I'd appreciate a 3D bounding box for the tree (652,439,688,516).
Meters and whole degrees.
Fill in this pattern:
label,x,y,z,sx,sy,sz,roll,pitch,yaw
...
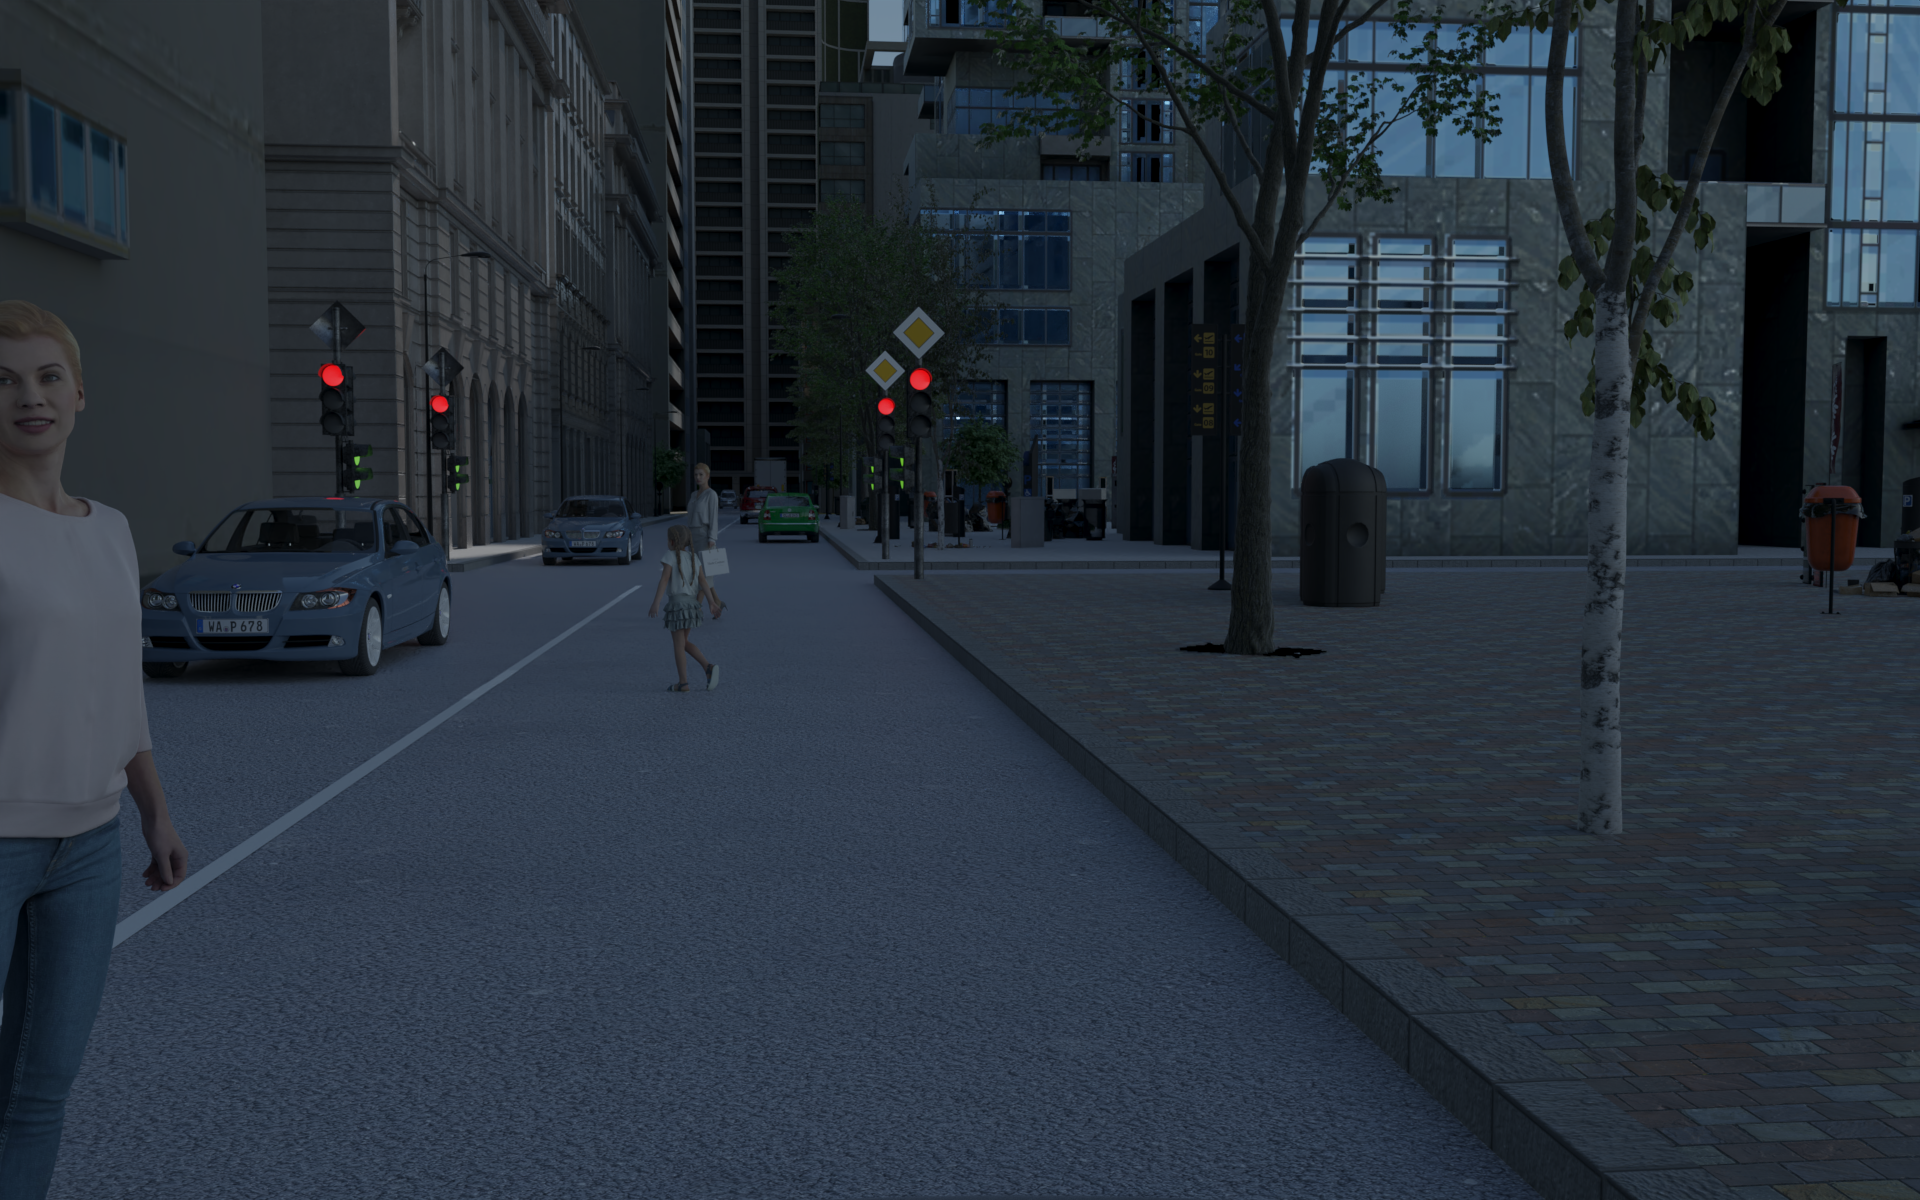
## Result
label,x,y,z,sx,sy,sz,roll,pitch,yaw
tree,-17.948,-7.360,104.054,4.285,4.588,4.351,0,3,0

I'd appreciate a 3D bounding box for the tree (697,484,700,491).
label,x,y,z,sx,sy,sz,roll,pitch,yaw
tree,-24.585,-10.139,160.381,1.663,3.219,1.824,0,3,0

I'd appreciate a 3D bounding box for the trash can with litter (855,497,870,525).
label,x,y,z,sx,sy,sz,roll,pitch,yaw
trash can with litter,-3.950,-3.717,72.159,0.624,1.170,1.055,2,4,26

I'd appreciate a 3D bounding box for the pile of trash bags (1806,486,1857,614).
label,x,y,z,sx,sy,sz,roll,pitch,yaw
pile of trash bags,10.708,-0.515,18.168,3.447,1.369,1.912,2,4,23

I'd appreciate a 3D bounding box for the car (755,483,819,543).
label,x,y,z,sx,sy,sz,roll,pitch,yaw
car,-5.212,-2.663,52.343,1.959,1.807,4.718,0,4,-7

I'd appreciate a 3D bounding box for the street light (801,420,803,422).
label,x,y,z,sx,sy,sz,roll,pitch,yaw
street light,-7.286,-7.037,87.596,1.470,5.913,1.316,0,4,-6

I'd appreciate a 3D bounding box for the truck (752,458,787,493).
label,x,y,z,sx,sy,sz,roll,pitch,yaw
truck,-15.253,-9.183,139.059,2.839,4.237,11.283,0,4,-7

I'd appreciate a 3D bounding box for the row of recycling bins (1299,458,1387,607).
label,x,y,z,sx,sy,sz,roll,pitch,yaw
row of recycling bins,4.699,-0.863,21.216,1.069,1.692,3.534,1,4,15

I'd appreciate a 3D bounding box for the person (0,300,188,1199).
label,x,y,z,sx,sy,sz,roll,pitch,yaw
person,-1.677,0.392,2.759,0.598,1.740,0.731,1,4,9

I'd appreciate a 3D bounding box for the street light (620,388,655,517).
label,x,y,z,sx,sy,sz,roll,pitch,yaw
street light,-14.241,-6.305,75.629,1.470,5.913,1.316,0,4,-6

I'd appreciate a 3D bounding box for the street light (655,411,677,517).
label,x,y,z,sx,sy,sz,roll,pitch,yaw
street light,-16.483,-7.600,96.807,1.470,5.913,1.316,0,4,-6

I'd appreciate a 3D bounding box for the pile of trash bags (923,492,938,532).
label,x,y,z,sx,sy,sz,roll,pitch,yaw
pile of trash bags,-0.366,-3.058,59.747,1.912,1.369,3.447,-2,4,-32

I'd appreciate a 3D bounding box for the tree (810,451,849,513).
label,x,y,z,sx,sy,sz,roll,pitch,yaw
tree,-8.543,-8.117,116.423,4.285,4.588,4.351,0,3,0

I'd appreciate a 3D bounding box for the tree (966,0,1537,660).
label,x,y,z,sx,sy,sz,roll,pitch,yaw
tree,2.505,-5.372,13.580,9.928,11.665,9.643,0,3,0

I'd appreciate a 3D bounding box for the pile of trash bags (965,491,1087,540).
label,x,y,z,sx,sy,sz,roll,pitch,yaw
pile of trash bags,2.084,-2.442,49.684,3.447,1.369,1.912,-3,5,-42

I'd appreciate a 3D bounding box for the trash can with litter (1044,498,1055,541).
label,x,y,z,sx,sy,sz,roll,pitch,yaw
trash can with litter,2.088,-2.178,47.000,0.624,1.170,1.055,-3,5,-40

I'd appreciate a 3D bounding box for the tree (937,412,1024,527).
label,x,y,z,sx,sy,sz,roll,pitch,yaw
tree,0.826,-5.134,67.662,4.285,4.588,4.351,0,3,0

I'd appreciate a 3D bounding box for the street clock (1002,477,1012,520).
label,x,y,z,sx,sy,sz,roll,pitch,yaw
street clock,2.017,-4.255,74.136,0.358,2.002,0.471,3,4,36

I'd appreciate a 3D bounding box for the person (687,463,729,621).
label,x,y,z,sx,sy,sz,roll,pitch,yaw
person,-2.857,-0.654,19.554,0.624,1.780,0.694,-2,4,-32

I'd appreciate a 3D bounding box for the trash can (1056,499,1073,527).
label,x,y,z,sx,sy,sz,roll,pitch,yaw
trash can,3.367,-2.614,54.397,0.748,1.137,0.748,0,3,0

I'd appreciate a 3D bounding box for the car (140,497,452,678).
label,x,y,z,sx,sy,sz,roll,pitch,yaw
car,-5.628,-0.189,15.091,2.014,1.417,4.499,0,4,-5

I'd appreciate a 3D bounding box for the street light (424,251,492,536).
label,x,y,z,sx,sy,sz,roll,pitch,yaw
street light,-9.665,-3.713,33.255,1.470,5.913,1.316,0,4,-6

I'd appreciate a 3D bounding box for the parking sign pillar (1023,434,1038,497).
label,x,y,z,sx,sy,sz,roll,pitch,yaw
parking sign pillar,3.170,-5.454,77.646,1.447,3.967,1.447,1,4,14

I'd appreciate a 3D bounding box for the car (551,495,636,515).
label,x,y,z,sx,sy,sz,roll,pitch,yaw
car,-8.771,-1.822,41.798,2.014,1.417,4.499,0,4,-4

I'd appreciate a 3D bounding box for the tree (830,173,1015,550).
label,x,y,z,sx,sy,sz,roll,pitch,yaw
tree,-0.589,-5.443,39.363,4.360,8.622,3.978,0,3,0

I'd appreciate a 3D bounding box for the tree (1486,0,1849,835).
label,x,y,z,sx,sy,sz,roll,pitch,yaw
tree,2.676,-3.423,6.326,4.737,8.622,4.395,0,3,0

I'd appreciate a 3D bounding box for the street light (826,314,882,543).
label,x,y,z,sx,sy,sz,roll,pitch,yaw
street light,-2.634,-4.428,44.939,1.470,5.913,1.316,0,4,-6

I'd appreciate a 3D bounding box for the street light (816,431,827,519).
label,x,y,z,sx,sy,sz,roll,pitch,yaw
street light,-5.112,-5.745,66.467,1.470,5.913,1.316,0,4,-6

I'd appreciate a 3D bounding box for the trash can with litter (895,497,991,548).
label,x,y,z,sx,sy,sz,roll,pitch,yaw
trash can with litter,-0.512,-1.869,41.617,2.233,1.210,1.678,2,4,32

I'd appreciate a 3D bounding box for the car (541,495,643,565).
label,x,y,z,sx,sy,sz,roll,pitch,yaw
car,-7.684,-1.496,36.460,2.014,1.417,4.499,0,4,-6

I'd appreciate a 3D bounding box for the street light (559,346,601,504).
label,x,y,z,sx,sy,sz,roll,pitch,yaw
street light,-11.990,-5.013,54.509,1.470,5.913,1.316,0,4,-6

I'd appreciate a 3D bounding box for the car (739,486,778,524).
label,x,y,z,sx,sy,sz,roll,pitch,yaw
car,-9.610,-4.606,83.987,2.281,1.827,5.304,0,4,-5

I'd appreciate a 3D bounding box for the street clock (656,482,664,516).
label,x,y,z,sx,sy,sz,roll,pitch,yaw
street clock,-17.495,-5.888,100.843,0.471,2.002,0.358,0,4,4

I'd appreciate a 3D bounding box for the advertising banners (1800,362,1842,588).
label,x,y,z,sx,sy,sz,roll,pitch,yaw
advertising banners,11.923,-1.700,23.983,0.090,3.025,2.074,1,4,16

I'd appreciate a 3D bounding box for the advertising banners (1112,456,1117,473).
label,x,y,z,sx,sy,sz,roll,pitch,yaw
advertising banners,7.392,-5.043,78.648,0.090,3.025,2.074,-2,4,-25

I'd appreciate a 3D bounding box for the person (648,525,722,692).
label,x,y,z,sx,sy,sz,roll,pitch,yaw
person,-1.995,0.064,12.470,0.382,1.210,0.505,3,4,37

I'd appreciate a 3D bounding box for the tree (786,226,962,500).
label,x,y,z,sx,sy,sz,roll,pitch,yaw
tree,-3.670,-9.529,73.931,7.486,12.596,7.792,0,3,0
